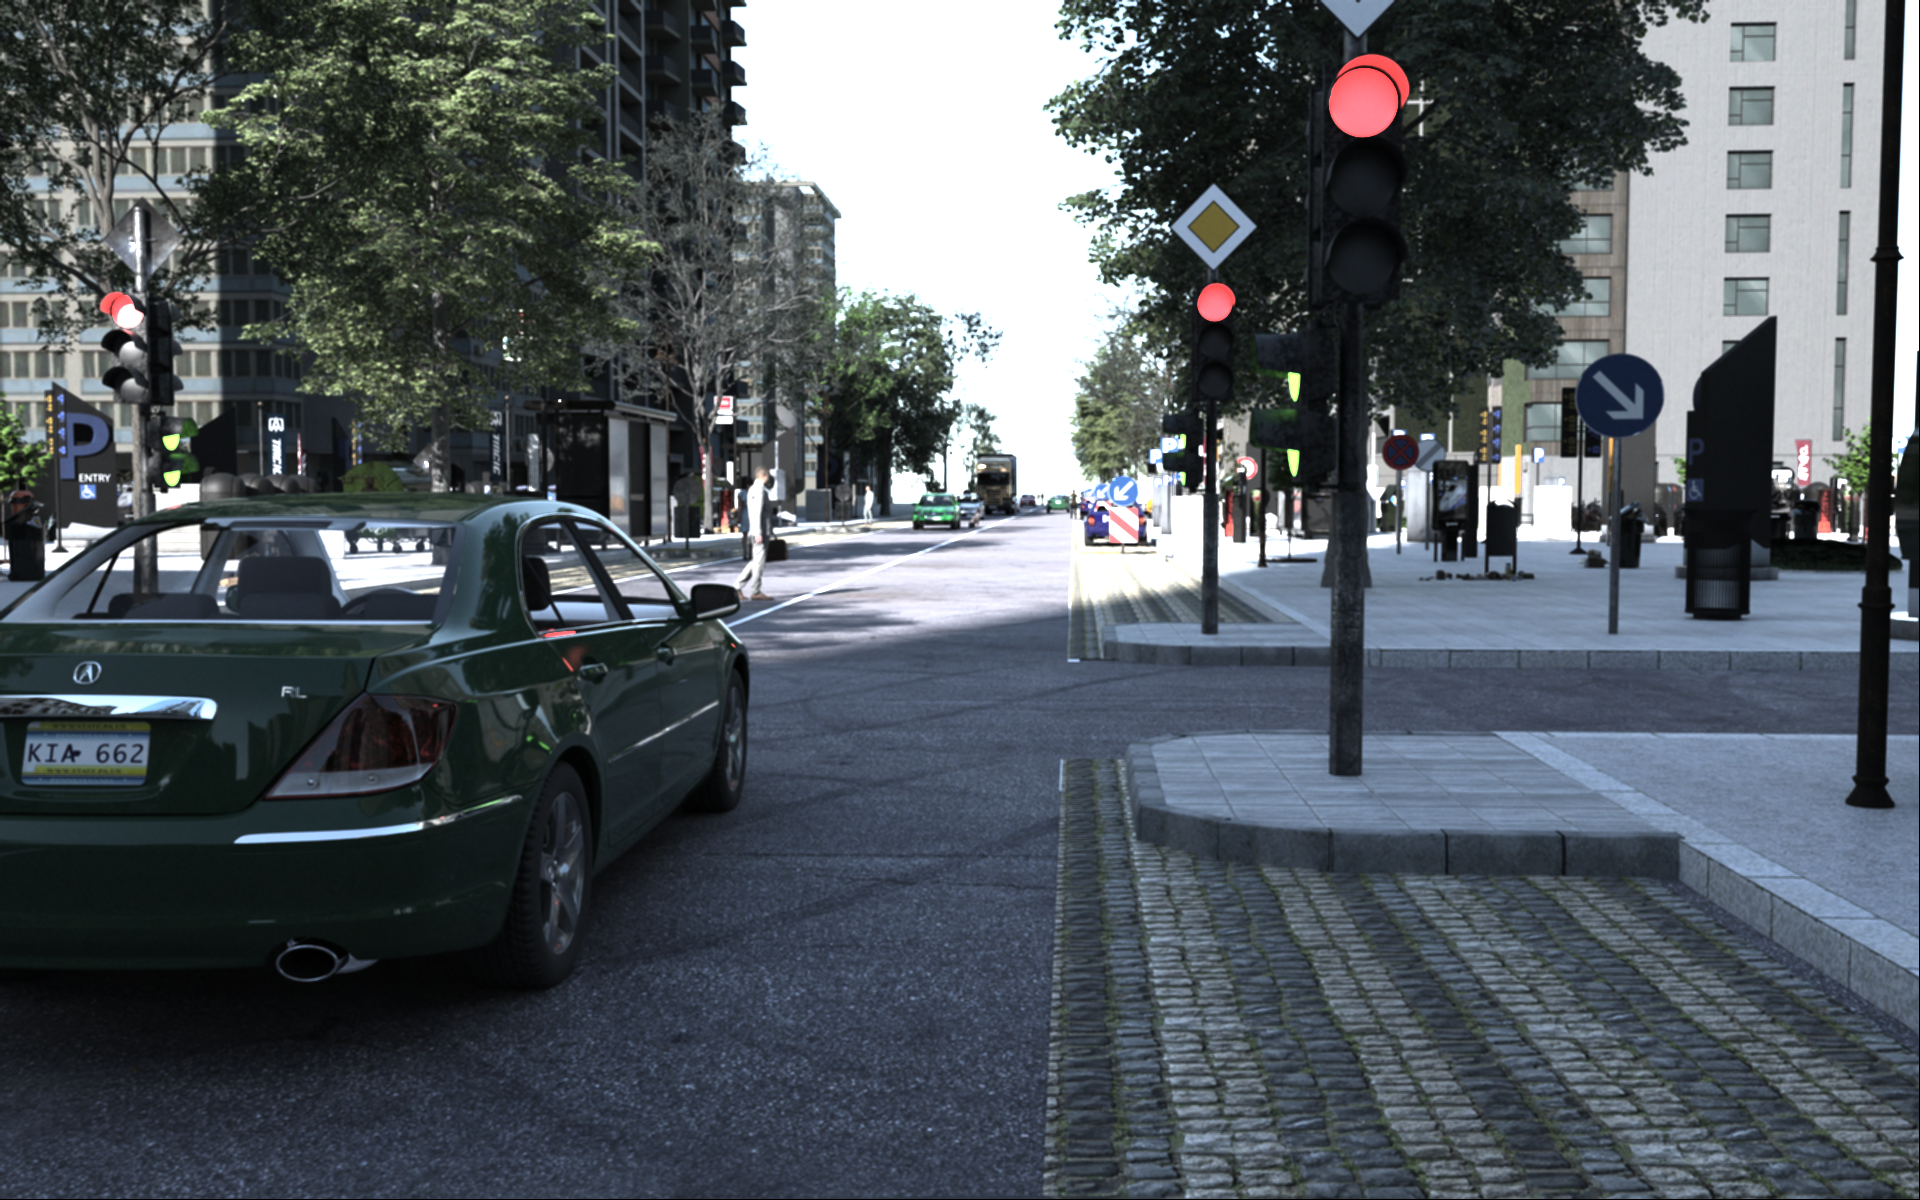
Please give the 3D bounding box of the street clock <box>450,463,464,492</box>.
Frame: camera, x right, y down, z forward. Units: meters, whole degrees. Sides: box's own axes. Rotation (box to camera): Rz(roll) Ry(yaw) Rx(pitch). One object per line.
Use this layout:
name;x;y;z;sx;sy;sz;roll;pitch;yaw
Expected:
street clock;-11.664;-2.163;39.930;0.471;2.002;0.358;2;4;34

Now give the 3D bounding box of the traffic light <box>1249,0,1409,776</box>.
traffic light;1.748;-1.156;7.824;0.839;4.253;0.868;0;4;4

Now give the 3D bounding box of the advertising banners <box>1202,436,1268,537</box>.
advertising banners;8.166;-3.394;51.687;2.074;3.025;0.090;1;4;22

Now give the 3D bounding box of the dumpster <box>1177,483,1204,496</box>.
dumpster;9.365;-3.990;71.000;1.264;1.857;1.865;0;4;4

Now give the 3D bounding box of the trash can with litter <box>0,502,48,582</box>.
trash can with litter;-13.999;-0.861;25.460;1.055;1.170;0.624;-1;4;-13

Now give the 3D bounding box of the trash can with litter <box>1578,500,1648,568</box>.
trash can with litter;11.354;-1.145;30.113;1.055;1.170;0.624;0;4;5

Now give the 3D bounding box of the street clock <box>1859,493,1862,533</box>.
street clock;29.689;-3.228;57.342;0.358;2.002;0.471;-2;4;-24

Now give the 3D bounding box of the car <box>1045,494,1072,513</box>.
car;7.639;-7.501;134.446;2.131;1.459;4.920;0;4;3

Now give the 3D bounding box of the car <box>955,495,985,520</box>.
car;0.395;-5.142;96.075;2.014;1.417;4.499;0;4;5

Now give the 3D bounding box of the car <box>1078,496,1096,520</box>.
car;7.553;-5.156;96.882;1.945;1.354;3.894;0;4;4

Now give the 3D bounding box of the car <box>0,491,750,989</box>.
car;-1.985;0.325;6.483;2.131;1.459;4.920;0;4;3

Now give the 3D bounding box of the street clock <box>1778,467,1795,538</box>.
street clock;21.987;-2.549;46.244;0.471;2.002;0.358;1;4;12

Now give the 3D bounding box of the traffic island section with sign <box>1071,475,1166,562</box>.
traffic island section with sign;3.407;-1.764;37.464;1.989;1.847;2.006;0;4;4

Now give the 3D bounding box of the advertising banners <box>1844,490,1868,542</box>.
advertising banners;24.698;-3.112;47.070;2.074;3.025;0.090;-3;4;-36

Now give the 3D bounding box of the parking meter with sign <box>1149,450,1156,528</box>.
parking meter with sign;7.621;-4.325;66.971;0.543;3.016;1.738;0;4;4

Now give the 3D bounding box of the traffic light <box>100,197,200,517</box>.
traffic light;-7.715;-1.683;16.434;0.839;4.253;0.868;0;4;4

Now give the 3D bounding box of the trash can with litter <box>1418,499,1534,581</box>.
trash can with litter;7.804;-0.928;26.236;2.233;1.210;1.678;-1;4;-19

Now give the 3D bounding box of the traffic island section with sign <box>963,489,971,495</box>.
traffic island section with sign;0.597;-8.204;142.761;1.989;1.847;2.006;0;4;4

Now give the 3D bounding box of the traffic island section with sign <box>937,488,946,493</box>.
traffic island section with sign;-1.200;-6.556;115.819;1.989;1.847;2.006;0;4;4

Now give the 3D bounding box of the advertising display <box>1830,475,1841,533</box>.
advertising display;29.065;-3.200;57.535;0.123;1.923;0.974;2;4;24

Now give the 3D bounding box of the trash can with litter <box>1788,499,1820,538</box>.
trash can with litter;18.509;-1.629;38.016;0.624;1.170;1.055;2;4;24

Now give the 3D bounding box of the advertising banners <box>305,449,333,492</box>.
advertising banners;-25.004;-4.362;67.508;2.074;3.025;0.090;1;4;22

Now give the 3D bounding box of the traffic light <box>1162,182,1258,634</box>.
traffic light;2.275;-1.643;15.792;0.839;4.253;0.868;0;4;4

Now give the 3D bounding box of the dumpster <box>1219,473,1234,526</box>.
dumpster;10.602;-3.875;65.852;1.502;2.255;1.985;0;4;4

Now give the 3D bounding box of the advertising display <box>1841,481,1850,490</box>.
advertising display;32.437;-3.573;63.626;0.974;1.923;0.123;0;4;-5

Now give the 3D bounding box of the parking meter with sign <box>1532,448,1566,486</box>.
parking meter with sign;22.293;-4.202;64.964;0.543;3.016;1.738;-2;4;-28

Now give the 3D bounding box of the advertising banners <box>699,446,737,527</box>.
advertising banners;-8.456;-4.078;62.865;2.074;3.025;0.090;0;4;7

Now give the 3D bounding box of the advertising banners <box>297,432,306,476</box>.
advertising banners;-19.135;-3.293;50.021;0.090;3.025;2.074;-2;4;-25

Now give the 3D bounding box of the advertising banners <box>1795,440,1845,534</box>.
advertising banners;27.951;-3.652;55.893;2.074;3.025;0.090;0;4;1

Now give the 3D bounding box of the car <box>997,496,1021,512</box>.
car;4.010;-7.985;142.919;2.083;1.381;4.827;0;4;2

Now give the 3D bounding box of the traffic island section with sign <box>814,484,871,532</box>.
traffic island section with sign;-4.467;-3.529;66.324;1.989;1.847;2.006;0;4;4

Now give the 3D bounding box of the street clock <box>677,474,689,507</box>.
street clock;-9.923;-3.527;62.233;0.471;2.002;0.358;-1;4;-10

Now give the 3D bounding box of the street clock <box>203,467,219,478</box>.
street clock;-20.135;-2.573;46.642;0.358;2.002;0.471;0;4;2

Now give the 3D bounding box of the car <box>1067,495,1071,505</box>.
car;13.108;-12.690;219.845;2.083;1.381;4.827;0;4;5

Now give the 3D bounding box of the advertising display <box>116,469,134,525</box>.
advertising display;-21.710;-2.452;45.309;0.123;1.923;0.974;2;4;32

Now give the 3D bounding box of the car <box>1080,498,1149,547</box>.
car;4.316;-2.184;48.293;1.945;1.354;3.894;0;4;4

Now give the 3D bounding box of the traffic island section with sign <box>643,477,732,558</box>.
traffic island section with sign;-6.257;-1.878;39.339;1.989;1.847;2.006;0;4;4

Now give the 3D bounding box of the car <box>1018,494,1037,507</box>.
car;7.610;-11.322;194.158;2.155;1.783;4.494;0;4;5

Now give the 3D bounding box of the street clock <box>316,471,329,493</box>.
street clock;-19.953;-3.039;54.265;0.358;2.002;0.471;-3;5;-40

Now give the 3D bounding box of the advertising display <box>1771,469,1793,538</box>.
advertising display;20.607;-2.372;43.998;0.974;1.923;0.123;1;4;12

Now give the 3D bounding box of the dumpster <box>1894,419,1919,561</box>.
dumpster;4.933;-0.269;6.891;1.502;2.255;1.985;0;4;4

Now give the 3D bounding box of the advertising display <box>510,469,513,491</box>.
advertising display;-11.739;-2.451;45.286;0.123;1.923;0.974;-1;4;-15

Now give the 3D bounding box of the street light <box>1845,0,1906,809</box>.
street light;3.754;-2.090;6.966;0.468;5.910;1.993;0;4;4

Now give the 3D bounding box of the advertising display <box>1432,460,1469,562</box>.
advertising display;9.338;-1.699;32.995;0.974;1.923;0.123;-3;4;-38

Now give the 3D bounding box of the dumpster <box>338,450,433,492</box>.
dumpster;-12.489;-2.158;37.783;1.502;2.255;1.985;0;4;4

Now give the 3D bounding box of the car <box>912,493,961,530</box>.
car;-0.934;-3.762;70.297;1.959;1.807;4.718;0;4;3
